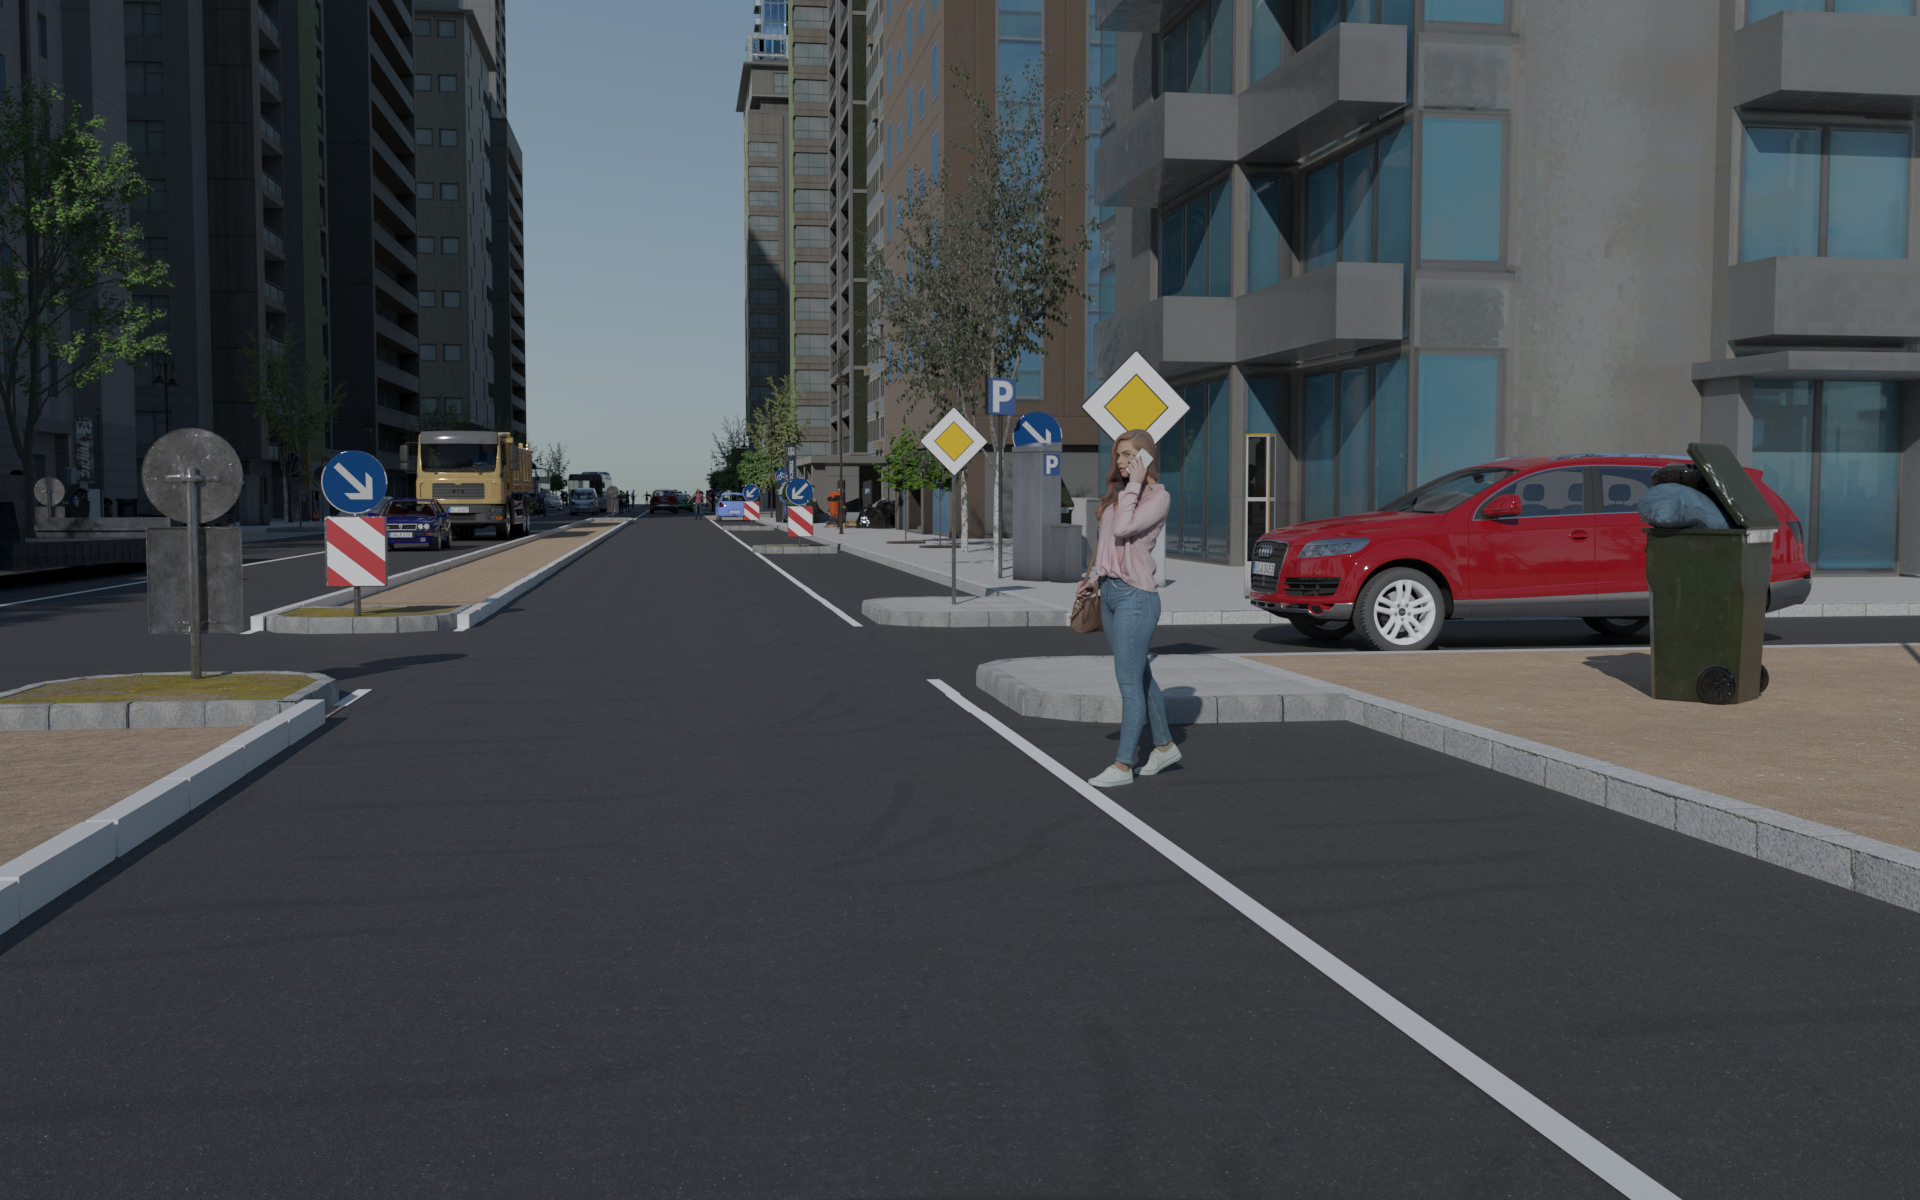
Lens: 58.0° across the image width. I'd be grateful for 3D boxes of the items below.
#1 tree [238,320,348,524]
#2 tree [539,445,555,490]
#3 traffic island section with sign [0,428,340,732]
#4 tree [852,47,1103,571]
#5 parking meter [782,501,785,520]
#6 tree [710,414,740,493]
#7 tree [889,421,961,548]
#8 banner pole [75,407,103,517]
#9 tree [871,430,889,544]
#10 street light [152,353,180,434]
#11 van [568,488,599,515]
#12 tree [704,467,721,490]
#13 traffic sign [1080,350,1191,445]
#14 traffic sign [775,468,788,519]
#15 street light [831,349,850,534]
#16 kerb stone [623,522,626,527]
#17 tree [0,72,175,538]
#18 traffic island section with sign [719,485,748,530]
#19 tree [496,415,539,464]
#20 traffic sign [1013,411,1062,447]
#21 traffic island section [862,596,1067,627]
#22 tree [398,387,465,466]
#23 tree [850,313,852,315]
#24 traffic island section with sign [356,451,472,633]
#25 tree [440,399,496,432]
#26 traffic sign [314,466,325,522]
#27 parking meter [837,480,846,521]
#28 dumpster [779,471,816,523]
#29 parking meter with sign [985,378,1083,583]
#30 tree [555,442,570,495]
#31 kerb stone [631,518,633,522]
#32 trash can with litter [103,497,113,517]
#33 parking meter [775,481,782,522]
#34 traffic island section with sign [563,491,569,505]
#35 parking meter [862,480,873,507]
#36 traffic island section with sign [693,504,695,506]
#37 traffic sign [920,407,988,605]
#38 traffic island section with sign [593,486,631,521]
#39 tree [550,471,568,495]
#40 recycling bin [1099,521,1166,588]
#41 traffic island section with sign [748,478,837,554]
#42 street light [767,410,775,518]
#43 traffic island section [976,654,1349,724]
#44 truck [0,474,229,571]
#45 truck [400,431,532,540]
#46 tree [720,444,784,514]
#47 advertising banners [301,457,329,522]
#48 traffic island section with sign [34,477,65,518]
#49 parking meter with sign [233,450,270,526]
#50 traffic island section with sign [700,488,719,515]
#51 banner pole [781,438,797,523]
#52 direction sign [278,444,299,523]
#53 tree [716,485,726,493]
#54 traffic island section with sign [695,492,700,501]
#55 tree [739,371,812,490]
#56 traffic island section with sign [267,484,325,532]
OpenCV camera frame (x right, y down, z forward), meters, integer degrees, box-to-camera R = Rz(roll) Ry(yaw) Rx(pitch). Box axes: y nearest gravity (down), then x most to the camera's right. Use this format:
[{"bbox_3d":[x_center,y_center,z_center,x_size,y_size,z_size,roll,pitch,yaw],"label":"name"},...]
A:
[{"bbox_3d":[-28.531,-7.537,73.595,4.737,8.622,4.395,0,3,0],"label":"tree"},{"bbox_3d":[-47.649,-14.543,188.146,4.737,8.622,4.395,0,3,0],"label":"tree"},{"bbox_3d":[-5.223,-0.201,11.428,2.006,1.907,1.989,-1,4,-9],"label":"traffic island section with sign"},{"bbox_3d":[0.566,-4.814,29.076,4.360,8.622,3.978,0,3,0],"label":"tree"},{"bbox_3d":[-8.864,-4.774,86.467,0.372,1.533,0.369,0,3,0],"label":"parking meter"},{"bbox_3d":[-20.615,-12.712,158.203,4.737,8.622,4.395,0,3,0],"label":"tree"},{"bbox_3d":[-0.404,-2.865,41.447,1.663,3.219,1.824,0,3,0],"label":"tree"},{"bbox_3d":[-24.862,-3.644,49.594,0.863,3.779,0.401,-2,4,-33],"label":"banner pole"},{"bbox_3d":[-1.526,-3.073,44.847,1.663,3.219,1.824,0,3,0],"label":"tree"},{"bbox_3d":[-25.504,-5.075,55.757,0.468,5.910,1.993,-1,4,-9],"label":"street light"},{"bbox_3d":[-25.599,-6.785,117.949,2.013,2.044,4.112,0,4,-8],"label":"van"},{"bbox_3d":[-24.324,-12.167,182.642,4.285,4.588,4.351,0,3,0],"label":"tree"},{"bbox_3d":[1.225,-0.521,12.167,0.795,2.450,0.064,-1,4,-9],"label":"traffic sign"},{"bbox_3d":[-8.666,-5.189,84.946,0.768,2.556,0.104,0,4,-3],"label":"traffic sign"},{"bbox_3d":[-3.794,-5.042,55.221,0.468,5.910,1.993,-1,4,-9],"label":"street light"},{"bbox_3d":[-14.393,-3.143,73.589,0.120,0.150,1.000,-1,4,-9],"label":"kerb stone"},{"bbox_3d":[-23.970,-7.232,43.998,9.928,11.665,9.643,0,3,0],"label":"tree"},{"bbox_3d":[-8.482,-3.709,69.269,1.989,1.847,2.006,-1,4,-9],"label":"traffic island section with sign"},{"bbox_3d":[-42.730,-12.891,161.134,4.737,8.622,4.395,0,3,0],"label":"tree"},{"bbox_3d":[1.191,-1.633,26.808,0.768,2.556,0.104,0,4,-3],"label":"traffic sign"},{"bbox_3d":[-0.052,0.132,20.127,2.009,0.180,2.903,-1,4,-9],"label":"traffic island section"},{"bbox_3d":[-36.185,-10.296,118.699,4.360,8.622,3.978,0,3,0],"label":"tree"},{"bbox_3d":[-0.132,-5.342,37.697,4.360,8.622,3.978,0,3,0],"label":"tree"},{"bbox_3d":[-6.418,-0.648,18.738,2.006,1.907,1.989,-1,4,-9],"label":"traffic island section with sign"},{"bbox_3d":[-39.109,-11.338,135.735,4.737,8.622,4.395,0,3,0],"label":"tree"},{"bbox_3d":[-29.335,-4.866,79.661,0.768,2.556,0.104,0,4,-1],"label":"traffic sign"},{"bbox_3d":[-4.787,-3.928,69.939,0.255,1.863,0.399,1,4,11],"label":"parking meter"},{"bbox_3d":[-7.085,-4.470,75.570,1.502,2.255,1.985,-1,4,-9],"label":"dumpster"},{"bbox_3d":[1.124,-1.793,25.577,0.543,3.016,1.738,-3,4,-38],"label":"parking meter with sign"},{"bbox_3d":[-55.825,-17.654,239.003,4.737,8.622,4.395,0,3,0],"label":"tree"},{"bbox_3d":[-16.217,-3.819,84.726,0.120,0.150,1.000,-1,4,-9],"label":"kerb stone"},{"bbox_3d":[-29.815,-2.993,60.315,0.624,1.170,1.055,-1,4,-21],"label":"trash can with litter"},{"bbox_3d":[-8.238,-4.469,78.778,0.255,1.863,0.399,-1,4,-15],"label":"parking meter"},{"bbox_3d":[-51.163,-13.161,223.816,1.989,1.847,2.006,-1,4,-9],"label":"traffic island section with sign"},{"bbox_3d":[-3.768,-3.961,70.470,0.399,1.863,0.255,0,4,4],"label":"parking meter"},{"bbox_3d":[-29.981,-11.680,199.594,1.989,1.847,2.006,-1,4,-9],"label":"traffic island section with sign"},{"bbox_3d":[-0.074,-1.003,20.046,0.795,2.450,0.064,-1,4,-9],"label":"traffic sign"},{"bbox_3d":[-18.649,-5.183,92.879,2.006,1.907,1.989,-1,4,-9],"label":"traffic island section with sign"},{"bbox_3d":[-56.915,-15.909,243.824,4.285,4.588,4.351,0,3,0],"label":"tree"},{"bbox_3d":[2.381,-0.697,23.949,0.722,1.027,0.722,-1,4,-18],"label":"recycling bin"},{"bbox_3d":[-4.104,-2.082,42.671,1.989,1.847,2.006,-1,4,-9],"label":"traffic island section with sign"},{"bbox_3d":[-10.200,-7.391,93.635,0.468,5.910,1.993,-1,4,-9],"label":"street light"},{"bbox_3d":[1.247,0.614,12.248,2.009,0.180,2.903,-1,4,-9],"label":"traffic island section"},{"bbox_3d":[-15.398,-2.289,27.192,2.967,4.110,18.799,0,4,-8],"label":"truck"},{"bbox_3d":[-15.553,-3.657,55.710,3.469,3.379,9.791,0,4,-8],"label":"truck"},{"bbox_3d":[-12.836,-7.840,111.899,4.285,4.588,4.351,0,3,0],"label":"tree"},{"bbox_3d":[-30.287,-5.206,81.303,0.090,3.025,2.074,1,4,19],"label":"advertising banners"},{"bbox_3d":[-20.722,-1.867,39.147,1.989,1.847,2.006,-1,4,-9],"label":"traffic island section with sign"},{"bbox_3d":[-28.607,-4.493,69.727,0.543,3.016,1.738,1,4,22],"label":"parking meter with sign"},{"bbox_3d":[-16.648,-6.739,118.804,1.989,1.847,2.006,-1,4,-9],"label":"traffic island section with sign"},{"bbox_3d":[-7.597,-5.314,76.903,0.863,3.779,0.401,3,4,37],"label":"banner pole"},{"bbox_3d":[-30.221,-5.262,78.031,0.876,3.537,0.379,-2,4,-31],"label":"direction sign"},{"bbox_3d":[-27.489,-12.612,200.813,1.663,3.219,1.824,0,3,0],"label":"tree"},{"bbox_3d":[-21.040,-8.365,145.400,1.989,1.847,2.006,-1,4,-9],"label":"traffic island section with sign"},{"bbox_3d":[-10.743,-9.394,103.955,4.737,8.622,4.395,0,3,0],"label":"tree"},{"bbox_3d":[-25.124,-3.499,65.835,1.989,1.847,2.006,-1,4,-9],"label":"traffic island section with sign"}]
